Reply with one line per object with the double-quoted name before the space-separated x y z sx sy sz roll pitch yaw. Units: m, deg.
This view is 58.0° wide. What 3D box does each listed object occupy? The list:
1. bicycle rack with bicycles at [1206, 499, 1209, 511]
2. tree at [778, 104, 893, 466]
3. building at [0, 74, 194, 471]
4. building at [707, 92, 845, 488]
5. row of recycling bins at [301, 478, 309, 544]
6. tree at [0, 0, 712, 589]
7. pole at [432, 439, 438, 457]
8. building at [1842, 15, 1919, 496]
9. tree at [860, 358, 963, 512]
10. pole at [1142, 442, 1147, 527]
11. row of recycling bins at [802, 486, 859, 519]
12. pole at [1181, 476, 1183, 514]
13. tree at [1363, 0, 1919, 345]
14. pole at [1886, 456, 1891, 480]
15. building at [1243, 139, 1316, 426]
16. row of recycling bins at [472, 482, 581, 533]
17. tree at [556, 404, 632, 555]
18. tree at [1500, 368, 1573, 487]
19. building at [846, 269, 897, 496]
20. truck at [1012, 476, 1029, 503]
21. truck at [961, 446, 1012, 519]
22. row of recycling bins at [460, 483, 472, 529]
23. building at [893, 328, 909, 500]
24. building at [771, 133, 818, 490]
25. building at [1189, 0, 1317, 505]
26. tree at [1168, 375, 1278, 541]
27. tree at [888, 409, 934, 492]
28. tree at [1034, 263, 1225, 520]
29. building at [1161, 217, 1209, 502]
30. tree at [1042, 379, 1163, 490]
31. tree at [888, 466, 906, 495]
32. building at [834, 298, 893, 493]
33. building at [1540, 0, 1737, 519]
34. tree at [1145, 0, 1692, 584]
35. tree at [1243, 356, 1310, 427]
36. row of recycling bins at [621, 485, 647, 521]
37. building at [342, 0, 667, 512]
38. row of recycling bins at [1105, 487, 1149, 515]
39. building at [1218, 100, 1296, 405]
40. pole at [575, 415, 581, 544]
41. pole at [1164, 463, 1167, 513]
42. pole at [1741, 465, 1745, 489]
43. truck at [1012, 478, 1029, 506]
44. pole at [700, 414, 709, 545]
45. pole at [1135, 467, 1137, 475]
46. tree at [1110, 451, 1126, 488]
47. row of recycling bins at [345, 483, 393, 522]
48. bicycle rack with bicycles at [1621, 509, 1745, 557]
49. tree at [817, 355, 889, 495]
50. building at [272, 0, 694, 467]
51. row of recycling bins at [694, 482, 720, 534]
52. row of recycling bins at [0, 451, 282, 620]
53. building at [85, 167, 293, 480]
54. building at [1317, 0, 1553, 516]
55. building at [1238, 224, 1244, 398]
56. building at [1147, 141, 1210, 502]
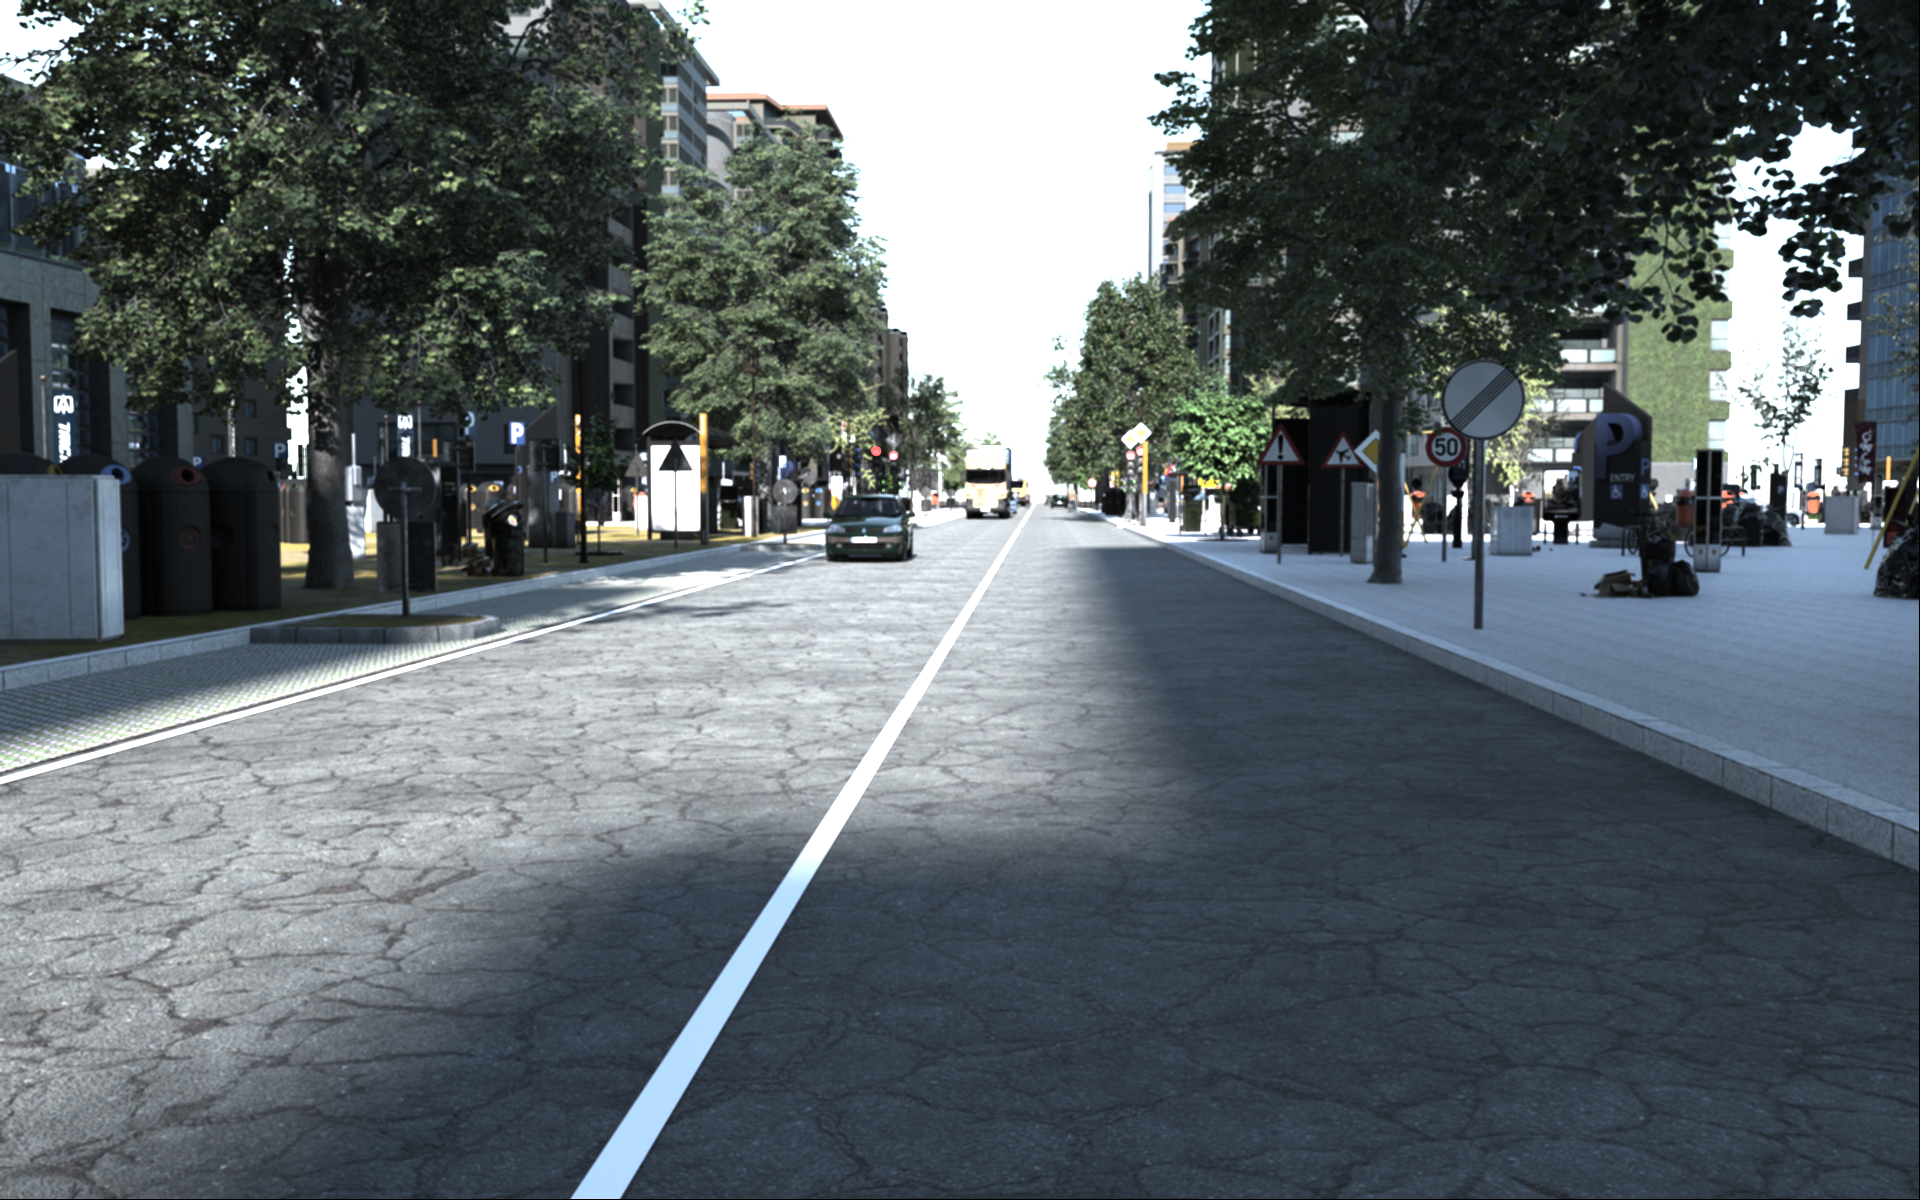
"bicycle rack with bicycles" 18.273 -6.499 119.639 2.852 0.926 2.925 -1 4 -16
"tree" -6.659 -9.281 58.398 9.857 13.997 8.962 0 3 0
"building" -41.118 -44.721 43.855 31.000 86.520 22.319 0 4 3
"building" -24.587 -32.835 191.470 22.147 44.769 28.867 0 4 3
"row of recycling bins" -17.762 -2.387 46.148 1.069 1.692 3.534 -3 4 -37
"tree" -8.563 -7.143 23.437 9.857 13.997 8.962 0 3 0
"pole" -19.442 -4.304 64.219 0.158 3.312 0.155 0 3 0
"building" 58.817 -27.139 93.838 14.200 45.320 14.600 0 4 3
"tree" -3.575 -11.341 119.830 8.767 10.594 7.601 2 4 34
"pole" 7.206 -4.508 67.547 0.158 3.312 0.155 0 3 0
"row of recycling bins" -6.726 -4.986 88.641 3.534 1.692 1.069 2 4 25
"pole" 14.472 -7.298 113.172 0.158 3.312 0.155 0 3 0
"tree" 6.125 -6.279 9.319 9.857 13.997 8.962 0 3 0
"pole" 50.323 -6.122 93.930 0.158 3.312 0.155 0 3 0
"building" 31.666 -22.729 143.315 14.160 30.474 14.107 0 4 3
"row of recycling bins" -14.180 -3.068 57.271 3.534 1.692 1.069 -1 4 -11
"tree" -7.593 -2.580 36.789 1.663 3.219 1.824 0 3 0
"tree" 27.310 -8.194 84.333 4.360 8.622 3.978 0 3 0
"building" -26.074 -35.794 277.114 32.217 40.220 23.993 0 4 3
"truck" 8.970 -16.444 258.623 2.967 4.110 18.799 0 4 4
"truck" 1.725 -6.979 103.026 2.839 4.237 11.283 0 4 3
"row of recycling bins" -16.929 -3.509 64.478 3.534 1.692 1.069 0 4 2
"building" -16.246 -32.067 295.989 14.160 30.474 14.107 0 4 3
"building" -30.328 -28.937 165.006 32.217 40.220 23.993 0 4 3
"building" 37.888 -46.605 200.244 20.563 71.187 20.611 0 4 3
"tree" 7.234 -3.925 47.884 4.285 4.588 4.351 0 3 0
"tree" -3.527 -11.388 136.558 4.360 8.622 3.978 0 3 0
"tree" 8.534 -10.363 86.444 9.611 12.733 9.660 0 3 0
"building" 42.456 -37.430 266.608 22.147 44.769 28.867 0 4 3
"tree" 10.710 -11.399 120.793 7.601 10.594 8.767 2 4 24
"tree" -4.387 -6.882 107.115 1.663 3.219 1.824 0 3 0
"building" -18.110 -29.743 258.005 14.160 30.474 14.107 0 4 3
"building" 32.255 -25.073 93.540 14.086 41.232 14.154 0 4 3
"tree" 6.362 -6.537 25.008 7.486 12.596 7.792 0 3 0
"tree" 16.459 -8.534 89.894 4.737 8.622 4.395 0 3 0
"row of recycling bins" -14.393 -4.628 82.782 3.534 1.692 1.069 -1 4 -10
"building" -25.087 -19.945 97.803 14.160 30.474 14.107 0 4 3
"row of recycling bins" 10.024 -5.949 104.375 1.069 1.692 3.534 -2 4 -33
"building" 34.317 -30.562 183.276 14.154 41.232 14.086 0 4 3
"pole" -9.796 -3.105 44.608 0.158 3.312 0.155 0 3 0
"pole" 13.679 -7.425 115.245 0.158 3.312 0.155 0 3 0
"pole" 54.404 -7.738 120.351 0.158 3.312 0.155 0 3 0
"truck" 6.502 -12.768 204.686 3.469 3.379 9.791 0 4 4
"pole" -6.500 -3.070 44.033 0.158 3.312 0.155 0 3 0
"pole" 11.722 -7.461 115.830 0.158 3.312 0.155 0 3 0
"tree" 11.543 -10.881 128.271 4.737 8.622 4.395 0 3 0
"row of recycling bins" -22.919 -3.634 66.533 1.069 1.692 3.534 3 5 41
"bicycle rack with bicycles" 14.810 -1.379 35.922 2.925 0.926 2.852 -3 5 -43
"tree" -5.373 -8.341 86.742 4.737 8.622 4.395 0 3 0
"building" -32.726 -27.018 133.618 32.217 40.220 23.993 0 4 3
"row of recycling bins" -8.635 -3.086 57.570 1.069 1.692 3.534 -1 4 -15
"row of recycling bins" -8.652 -0.671 18.079 1.069 1.692 3.534 2 4 24
"building" -61.606 -16.037 107.245 28.899 21.520 27.650 0 4 3
"building" 31.730 -26.747 120.904 14.154 41.232 14.086 0 4 3
"building" 34.131 -24.332 169.527 14.160 30.474 14.107 0 4 3
"building" 42.341 -46.042 294.790 21.231 58.520 28.212 0 4 3
